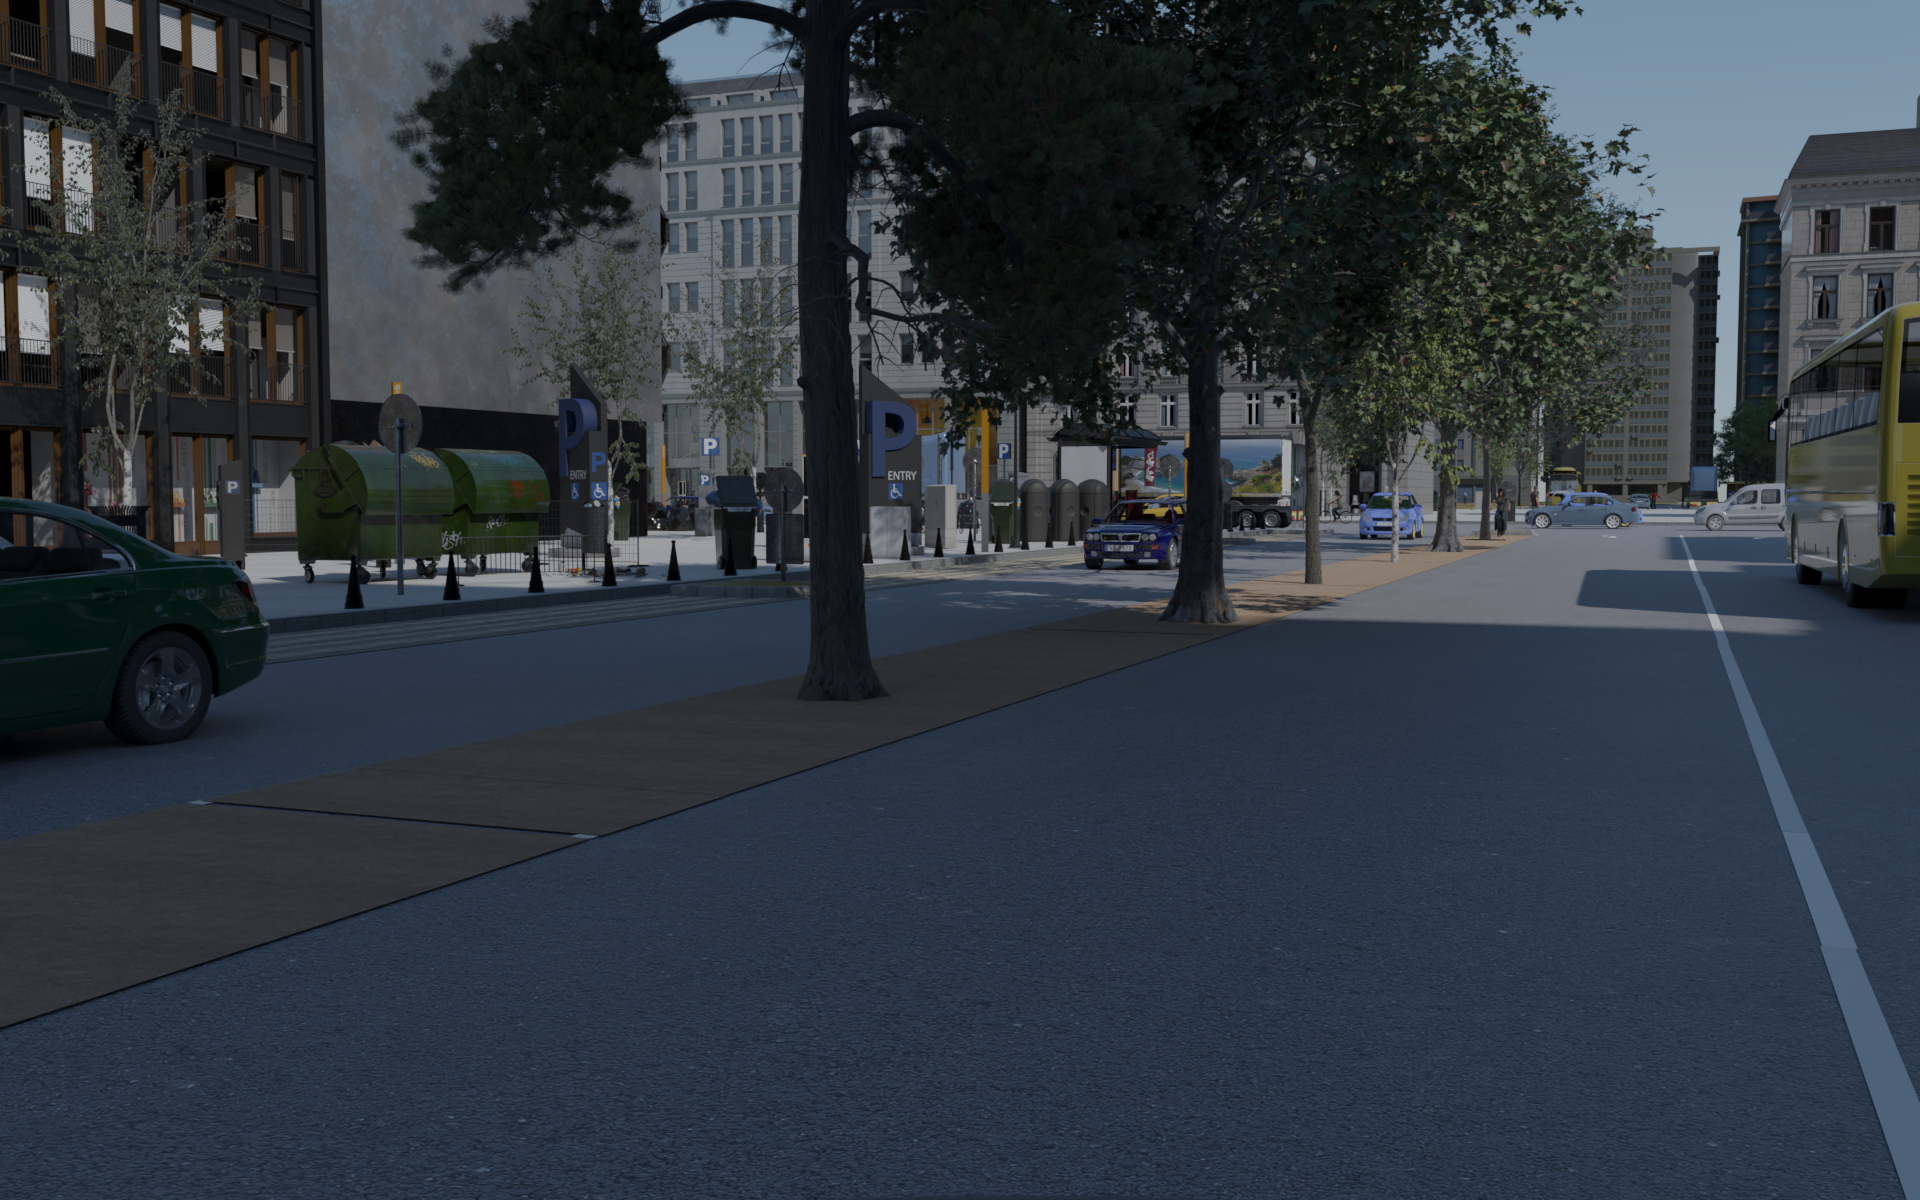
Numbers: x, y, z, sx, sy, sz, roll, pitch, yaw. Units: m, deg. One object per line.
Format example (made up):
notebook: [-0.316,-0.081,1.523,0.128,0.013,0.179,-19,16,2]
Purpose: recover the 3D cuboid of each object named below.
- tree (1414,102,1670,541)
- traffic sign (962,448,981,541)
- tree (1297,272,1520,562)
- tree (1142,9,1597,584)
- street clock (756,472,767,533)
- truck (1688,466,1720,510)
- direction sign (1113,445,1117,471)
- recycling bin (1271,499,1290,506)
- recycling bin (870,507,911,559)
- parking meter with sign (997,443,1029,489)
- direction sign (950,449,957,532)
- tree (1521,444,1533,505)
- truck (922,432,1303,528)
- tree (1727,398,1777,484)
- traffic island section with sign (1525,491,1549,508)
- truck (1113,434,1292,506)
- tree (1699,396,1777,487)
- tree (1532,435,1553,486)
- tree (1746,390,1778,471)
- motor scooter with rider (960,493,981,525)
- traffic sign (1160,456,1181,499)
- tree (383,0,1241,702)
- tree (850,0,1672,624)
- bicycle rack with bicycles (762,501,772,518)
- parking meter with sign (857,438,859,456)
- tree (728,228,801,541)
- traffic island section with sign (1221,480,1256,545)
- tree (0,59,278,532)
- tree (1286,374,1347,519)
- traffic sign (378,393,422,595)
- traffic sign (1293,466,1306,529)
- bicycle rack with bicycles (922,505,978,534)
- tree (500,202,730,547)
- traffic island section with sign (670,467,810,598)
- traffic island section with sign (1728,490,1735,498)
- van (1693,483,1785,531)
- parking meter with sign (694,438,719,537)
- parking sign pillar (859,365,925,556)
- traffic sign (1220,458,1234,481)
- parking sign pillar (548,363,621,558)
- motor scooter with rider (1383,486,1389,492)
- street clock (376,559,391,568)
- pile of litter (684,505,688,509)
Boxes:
tree: [16.136,-8.558,52.743,12.009,13.543,11.850,0,3,0]
traffic sign: [0.404,-2.900,47.513,0.768,2.556,0.104,2,4,23]
tree: [9.041,-5.071,35.737,4.737,8.622,4.395,0,3,0]
tree: [5.762,-5.541,27.473,8.767,10.594,7.601,1,4,22]
street clock: [-6.630,-3.236,57.485,0.358,2.002,0.471,3,4,38]
truck: [70.212,-10.621,163.414,2.967,4.110,18.799,1,4,23]
direction sign: [4.902,-4.072,58.574,0.876,3.537,0.379,2,4,35]
recycling bin: [16.125,-4.561,87.131,0.722,1.027,0.722,-1,4,-13]
recycling bin: [-1.394,-1.354,34.693,0.722,1.027,0.722,1,4,9]
parking meter with sign: [2.051,-3.892,59.888,0.543,3.016,1.738,3,5,40]
direction sign: [-0.272,-4.037,58.007,0.379,3.537,0.876,0,4,-5]
tree: [48.978,-12.690,157.841,4.737,8.622,4.395,0,3,0]
truck: [5.093,-5.154,74.020,18.799,4.110,2.967,1,4,22]
tree: [85.229,-15.783,183.803,9.928,11.665,9.643,0,3,0]
traffic island section with sign: [57.227,-9.993,172.006,1.989,1.847,2.006,1,4,22]
truck: [10.319,-5.841,84.406,11.283,4.237,2.839,1,4,21]
tree: [92.103,-17.474,202.709,9.611,12.733,9.660,0,3,0]
tree: [67.991,-15.609,205.570,4.737,8.622,4.395,0,3,0]
tree: [68.890,-12.734,142.610,7.601,10.594,8.767,-3,5,-40]
motor scooter with rider: [0.162,-4.288,79.077,1.986,1.779,0.876,2,4,23]
traffic sign: [6.964,-3.514,57.554,0.768,2.556,0.104,2,4,30]
tree: [-0.922,-5.341,11.836,6.751,12.117,7.091,0,3,0]
tree: [2.765,-6.103,19.244,9.611,12.733,9.660,0,3,0]
bicycle rack with bicycles: [-11.584,-5.755,107.474,2.925,0.926,2.852,-2,4,-34]
parking meter with sign: [-3.275,-3.490,53.324,0.543,3.016,1.738,0,4,-1]
tree: [-5.895,-5.929,47.309,4.360,8.622,3.978,0,3,0]
traffic island section with sign: [7.412,-2.510,49.663,1.989,1.847,2.006,1,4,22]
tree: [-14.505,-4.894,30.376,4.360,8.622,3.978,0,3,0]
tree: [19.250,-8.573,90.536,4.360,8.622,3.978,0,3,0]
traffic sign: [-7.105,-1.335,21.927,0.768,2.556,0.104,2,4,29]
traffic sign: [12.495,-3.627,62.949,0.795,2.450,0.064,1,4,22]
bicycle rack with bicycles: [-0.663,-2.599,55.871,2.852,0.926,2.925,-1,4,-22]
tree: [-8.551,-5.569,41.423,4.360,8.622,3.978,0,3,0]
traffic island section with sign: [-2.769,-0.983,24.697,1.989,1.847,2.006,1,4,22]
traffic island section with sign: [84.766,-11.133,190.650,1.989,1.847,2.006,1,4,22]
van: [30.814,-3.698,67.481,4.112,2.044,2.013,1,4,20]
parking meter with sign: [-7.729,-3.451,52.689,0.543,3.016,1.738,0,4,2]
parking sign pillar: [-1.459,-2.934,36.450,1.447,3.967,1.447,-2,4,-32]
traffic sign: [9.249,-3.726,61.034,0.768,2.556,0.104,1,4,23]
parking sign pillar: [-7.642,-2.855,35.147,1.447,3.967,1.447,-3,5,-40]
motor scooter with rider: [16.247,-3.431,65.054,1.986,1.779,0.876,2,4,24]
street clock: [-10.037,-1.562,30.103,0.471,2.002,0.358,1,4,15]
pile of litter: [-11.074,-3.331,68.431,1.176,0.858,1.719,-3,5,-43]
